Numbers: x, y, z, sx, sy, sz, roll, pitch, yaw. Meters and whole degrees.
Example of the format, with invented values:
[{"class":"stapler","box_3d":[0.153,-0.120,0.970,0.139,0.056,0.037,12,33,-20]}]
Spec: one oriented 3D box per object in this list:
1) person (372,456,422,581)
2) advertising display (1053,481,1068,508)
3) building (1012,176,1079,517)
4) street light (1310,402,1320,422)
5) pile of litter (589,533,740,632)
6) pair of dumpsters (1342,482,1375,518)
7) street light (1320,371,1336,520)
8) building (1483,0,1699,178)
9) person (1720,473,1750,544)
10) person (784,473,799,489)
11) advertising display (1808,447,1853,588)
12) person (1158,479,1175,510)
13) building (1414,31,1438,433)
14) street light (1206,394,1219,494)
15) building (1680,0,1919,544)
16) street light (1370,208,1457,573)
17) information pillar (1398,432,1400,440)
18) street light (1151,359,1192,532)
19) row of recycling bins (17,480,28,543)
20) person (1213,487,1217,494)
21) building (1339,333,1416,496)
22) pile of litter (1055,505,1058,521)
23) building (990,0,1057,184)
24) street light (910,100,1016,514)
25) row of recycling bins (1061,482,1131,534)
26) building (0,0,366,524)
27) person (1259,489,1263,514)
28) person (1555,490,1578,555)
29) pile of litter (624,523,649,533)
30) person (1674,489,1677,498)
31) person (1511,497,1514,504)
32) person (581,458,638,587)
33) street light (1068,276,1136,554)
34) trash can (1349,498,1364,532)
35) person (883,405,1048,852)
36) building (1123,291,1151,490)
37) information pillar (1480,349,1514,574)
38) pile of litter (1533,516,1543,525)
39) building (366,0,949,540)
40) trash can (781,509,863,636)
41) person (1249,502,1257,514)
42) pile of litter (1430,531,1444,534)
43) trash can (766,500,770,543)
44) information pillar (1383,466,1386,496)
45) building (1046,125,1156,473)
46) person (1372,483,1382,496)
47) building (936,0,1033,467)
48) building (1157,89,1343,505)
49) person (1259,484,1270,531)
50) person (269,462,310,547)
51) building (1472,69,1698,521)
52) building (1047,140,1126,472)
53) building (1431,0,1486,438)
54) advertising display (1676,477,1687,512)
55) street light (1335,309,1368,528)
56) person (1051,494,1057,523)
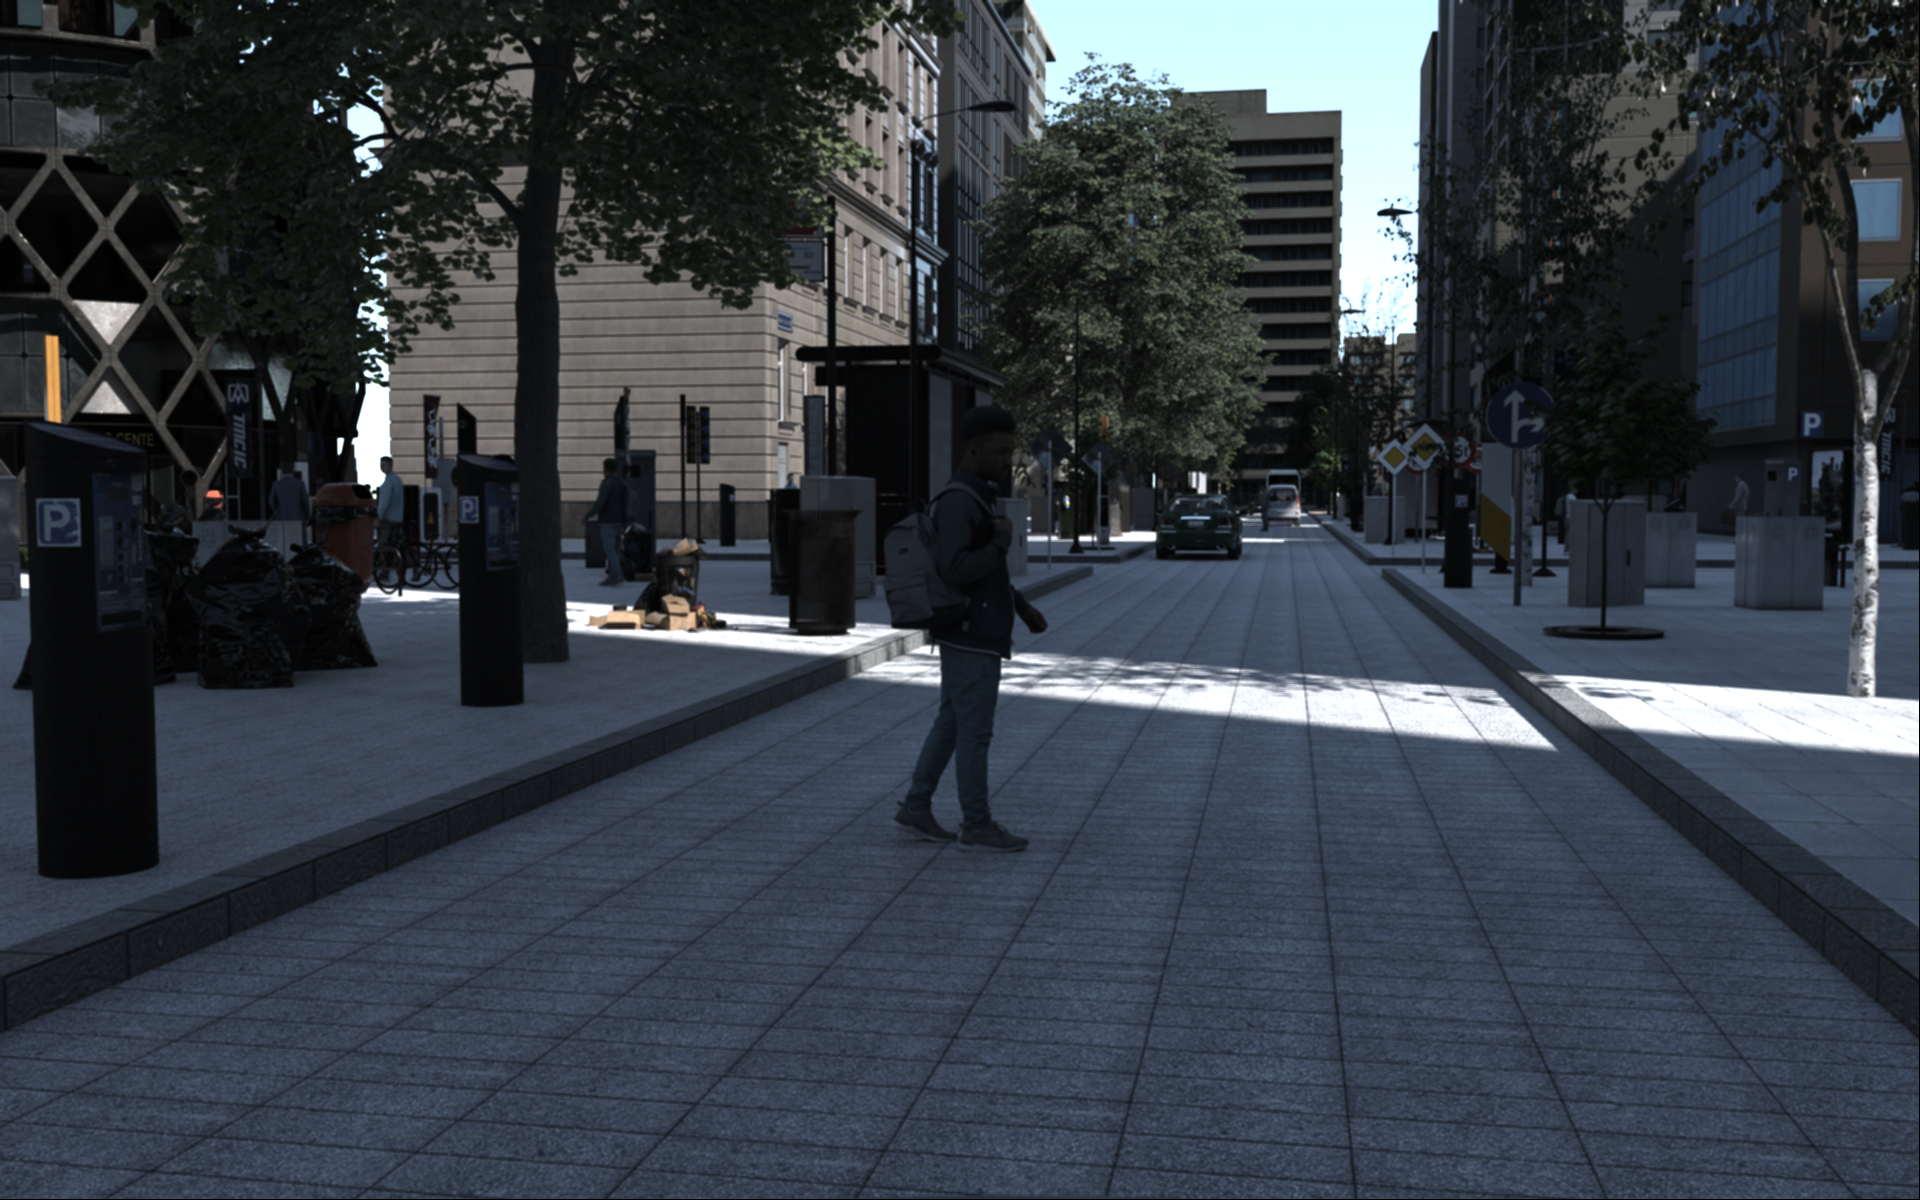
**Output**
[{"class":"person","box_3d":[-8.292,-1.189,25.350,0.748,1.841,0.638,1,4,17]},{"class":"advertising display","box_3d":[5.025,-4.841,84.358,0.974,1.923,0.123,1,4,15]},{"class":"building","box_3d":[1.073,-15.288,104.714,10.420,20.320,16.860,1,4,11]},{"class":"street light","box_3d":[18.408,-7.024,87.379,1.470,5.913,1.316,1,4,11]},{"class":"pile of litter","box_3d":[-2.877,-0.166,16.683,1.176,0.858,1.719,-3,4,-36]},{"class":"pair of dumpsters","box_3d":[21.560,-5.581,93.749,1.574,2.255,4.437,1,4,10]},{"class":"street light","box_3d":[14.378,-5.665,65.159,1.470,5.913,1.316,1,4,11]},{"class":"building","box_3d":[45.342,-41.592,118.275,20.563,71.187,20.611,1,4,11]},{"class":"person","box_3d":[20.045,-2.345,44.504,0.853,1.813,0.709,2,4,35]},{"class":"person","box_3d":[-4.517,-2.501,46.801,0.748,1.841,0.638,-2,4,-32]},{"class":"advertising display","box_3d":[12.113,-1.157,24.134,0.123,1.923,0.974,0,4,0]},{"class":"person","box_3d":[7.295,-3.355,60.884,0.794,1.824,0.713,3,5,43]},{"class":"building","box_3d":[51.023,-31.458,164.444,14.600,45.320,14.200,1,4,11]},{"class":"street light","box_3d":[11.300,-6.607,80.571,1.470,5.913,1.316,1,4,11]},{"class":"building","box_3d":[29.717,-24.383,48.766,14.200,45.320,14.600,1,4,11]},{"class":"street light","box_3d":[7.467,-3.405,28.216,1.470,5.913,1.316,1,4,11]},{"class":"information pillar","box_3d":[16.669,-4.557,65.858,0.183,3.616,0.504,1,4,12]},{"class":"street light","box_3d":[7.242,-5.290,59.040,1.470,5.913,1.316,1,4,11]},{"class":"row of recycling bins","box_3d":[-26.183,-2.343,45.416,3.534,1.692,1.069,0,4,7]},{"class":"person","box_3d":[20.498,-8.165,139.550,0.705,1.824,1.348,1,4,10]},{"class":"building","box_3d":[61.522,-22.392,211.153,28.899,21.520,27.650,1,4,11]},{"class":"pile of litter","box_3d":[5.027,-4.197,82.581,1.176,0.858,1.719,2,4,29]},{"class":"building","box_3d":[-6.700,-26.628,127.245,32.217,40.220,23.993,1,4,11]},{"class":"street light","box_3d":[-0.027,-2.945,20.691,1.470,5.913,1.316,1,4,11]},{"class":"row of recycling bins","box_3d":[4.546,-3.055,57.065,1.069,1.692,3.534,3,4,37]},{"class":"building","box_3d":[-30.899,-11.773,59.943,16.811,18.784,16.820,1,4,11]},{"class":"person","box_3d":[22.096,-7.256,127.152,0.705,1.823,1.348,1,4,9]},{"class":"person","box_3d":[12.722,-1.683,36.163,0.523,1.515,0.503,-3,4,-37]},{"class":"pile of litter","box_3d":[-4.599,-0.737,26.022,1.176,0.858,1.719,2,4,35]},{"class":"person","box_3d":[27.025,-3.589,64.902,0.537,1.800,0.526,2,4,31]},{"class":"person","box_3d":[14.731,-2.497,47.090,0.641,1.798,0.478,-2,4,-31]},{"class":"person","box_3d":[-4.832,-1.080,24.052,0.721,1.781,0.623,1,4,15]},{"class":"street light","box_3d":[3.038,-3.948,37.095,1.470,5.913,1.316,1,4,11]},{"class":"trash can","box_3d":[13.671,-2.907,59.181,0.748,1.137,0.748,0,3,0]},{"class":"person","box_3d":[0.043,0.117,6.931,0.721,1.781,0.623,-1,4,-9]},{"class":"building","box_3d":[3.093,-19.734,167.683,28.899,21.520,27.650,1,4,11]},{"class":"information pillar","box_3d":[8.672,-2.237,27.925,0.504,3.616,0.183,1,4,22]},{"class":"pile of litter","box_3d":[23.446,-3.517,71.473,1.176,0.858,1.719,-1,4,-20]},{"class":"building","box_3d":[-8.655,-16.083,60.225,12.463,27.353,25.104,1,4,11]},{"class":"trash can","box_3d":[-1.262,-0.256,15.846,0.748,1.137,0.748,0,3,0]},{"class":"person","box_3d":[21.066,-6.830,123.435,1.065,1.426,0.557,3,5,40]},{"class":"pile of litter","box_3d":[15.194,-2.587,56.259,1.719,0.858,1.176,3,5,41]},{"class":"trash can","box_3d":[-4.539,-1.961,43.723,0.748,1.137,0.748,0,3,0]},{"class":"information pillar","box_3d":[25.277,-6.838,103.148,0.183,3.616,0.504,0,4,0]},{"class":"building","box_3d":[16.442,-34.407,212.670,14.200,45.320,14.600,1,4,11]},{"class":"person","box_3d":[18.913,-4.434,78.721,0.537,1.800,0.526,-1,4,-21]},{"class":"building","box_3d":[-5.125,-17.811,84.724,14.314,27.812,24.014,1,4,11]},{"class":"building","box_3d":[35.202,-35.923,211.041,21.600,48.544,21.300,1,4,11]},{"class":"person","box_3d":[11.797,-3.573,67.025,0.391,1.810,0.635,1,4,9]},{"class":"person","box_3d":[-10.974,-1.362,28.500,0.721,1.800,0.419,-1,4,-20]},{"class":"building","box_3d":[40.508,-14.585,83.508,27.650,21.520,28.899,1,4,11]},{"class":"building","box_3d":[6.133,-22.808,144.618,14.160,30.474,14.107,1,4,11]},{"class":"building","box_3d":[50.057,-36.739,142.687,21.231,58.520,28.212,1,4,11]},{"class":"advertising display","box_3d":[26.723,-3.596,64.010,0.123,1.923,0.974,3,5,44]},{"class":"street light","box_3d":[10.284,-4.339,43.481,1.470,5.913,1.316,1,4,11]},{"class":"person","box_3d":[3.971,-4.038,76.315,0.590,1.304,0.306,0,4,4]}]
